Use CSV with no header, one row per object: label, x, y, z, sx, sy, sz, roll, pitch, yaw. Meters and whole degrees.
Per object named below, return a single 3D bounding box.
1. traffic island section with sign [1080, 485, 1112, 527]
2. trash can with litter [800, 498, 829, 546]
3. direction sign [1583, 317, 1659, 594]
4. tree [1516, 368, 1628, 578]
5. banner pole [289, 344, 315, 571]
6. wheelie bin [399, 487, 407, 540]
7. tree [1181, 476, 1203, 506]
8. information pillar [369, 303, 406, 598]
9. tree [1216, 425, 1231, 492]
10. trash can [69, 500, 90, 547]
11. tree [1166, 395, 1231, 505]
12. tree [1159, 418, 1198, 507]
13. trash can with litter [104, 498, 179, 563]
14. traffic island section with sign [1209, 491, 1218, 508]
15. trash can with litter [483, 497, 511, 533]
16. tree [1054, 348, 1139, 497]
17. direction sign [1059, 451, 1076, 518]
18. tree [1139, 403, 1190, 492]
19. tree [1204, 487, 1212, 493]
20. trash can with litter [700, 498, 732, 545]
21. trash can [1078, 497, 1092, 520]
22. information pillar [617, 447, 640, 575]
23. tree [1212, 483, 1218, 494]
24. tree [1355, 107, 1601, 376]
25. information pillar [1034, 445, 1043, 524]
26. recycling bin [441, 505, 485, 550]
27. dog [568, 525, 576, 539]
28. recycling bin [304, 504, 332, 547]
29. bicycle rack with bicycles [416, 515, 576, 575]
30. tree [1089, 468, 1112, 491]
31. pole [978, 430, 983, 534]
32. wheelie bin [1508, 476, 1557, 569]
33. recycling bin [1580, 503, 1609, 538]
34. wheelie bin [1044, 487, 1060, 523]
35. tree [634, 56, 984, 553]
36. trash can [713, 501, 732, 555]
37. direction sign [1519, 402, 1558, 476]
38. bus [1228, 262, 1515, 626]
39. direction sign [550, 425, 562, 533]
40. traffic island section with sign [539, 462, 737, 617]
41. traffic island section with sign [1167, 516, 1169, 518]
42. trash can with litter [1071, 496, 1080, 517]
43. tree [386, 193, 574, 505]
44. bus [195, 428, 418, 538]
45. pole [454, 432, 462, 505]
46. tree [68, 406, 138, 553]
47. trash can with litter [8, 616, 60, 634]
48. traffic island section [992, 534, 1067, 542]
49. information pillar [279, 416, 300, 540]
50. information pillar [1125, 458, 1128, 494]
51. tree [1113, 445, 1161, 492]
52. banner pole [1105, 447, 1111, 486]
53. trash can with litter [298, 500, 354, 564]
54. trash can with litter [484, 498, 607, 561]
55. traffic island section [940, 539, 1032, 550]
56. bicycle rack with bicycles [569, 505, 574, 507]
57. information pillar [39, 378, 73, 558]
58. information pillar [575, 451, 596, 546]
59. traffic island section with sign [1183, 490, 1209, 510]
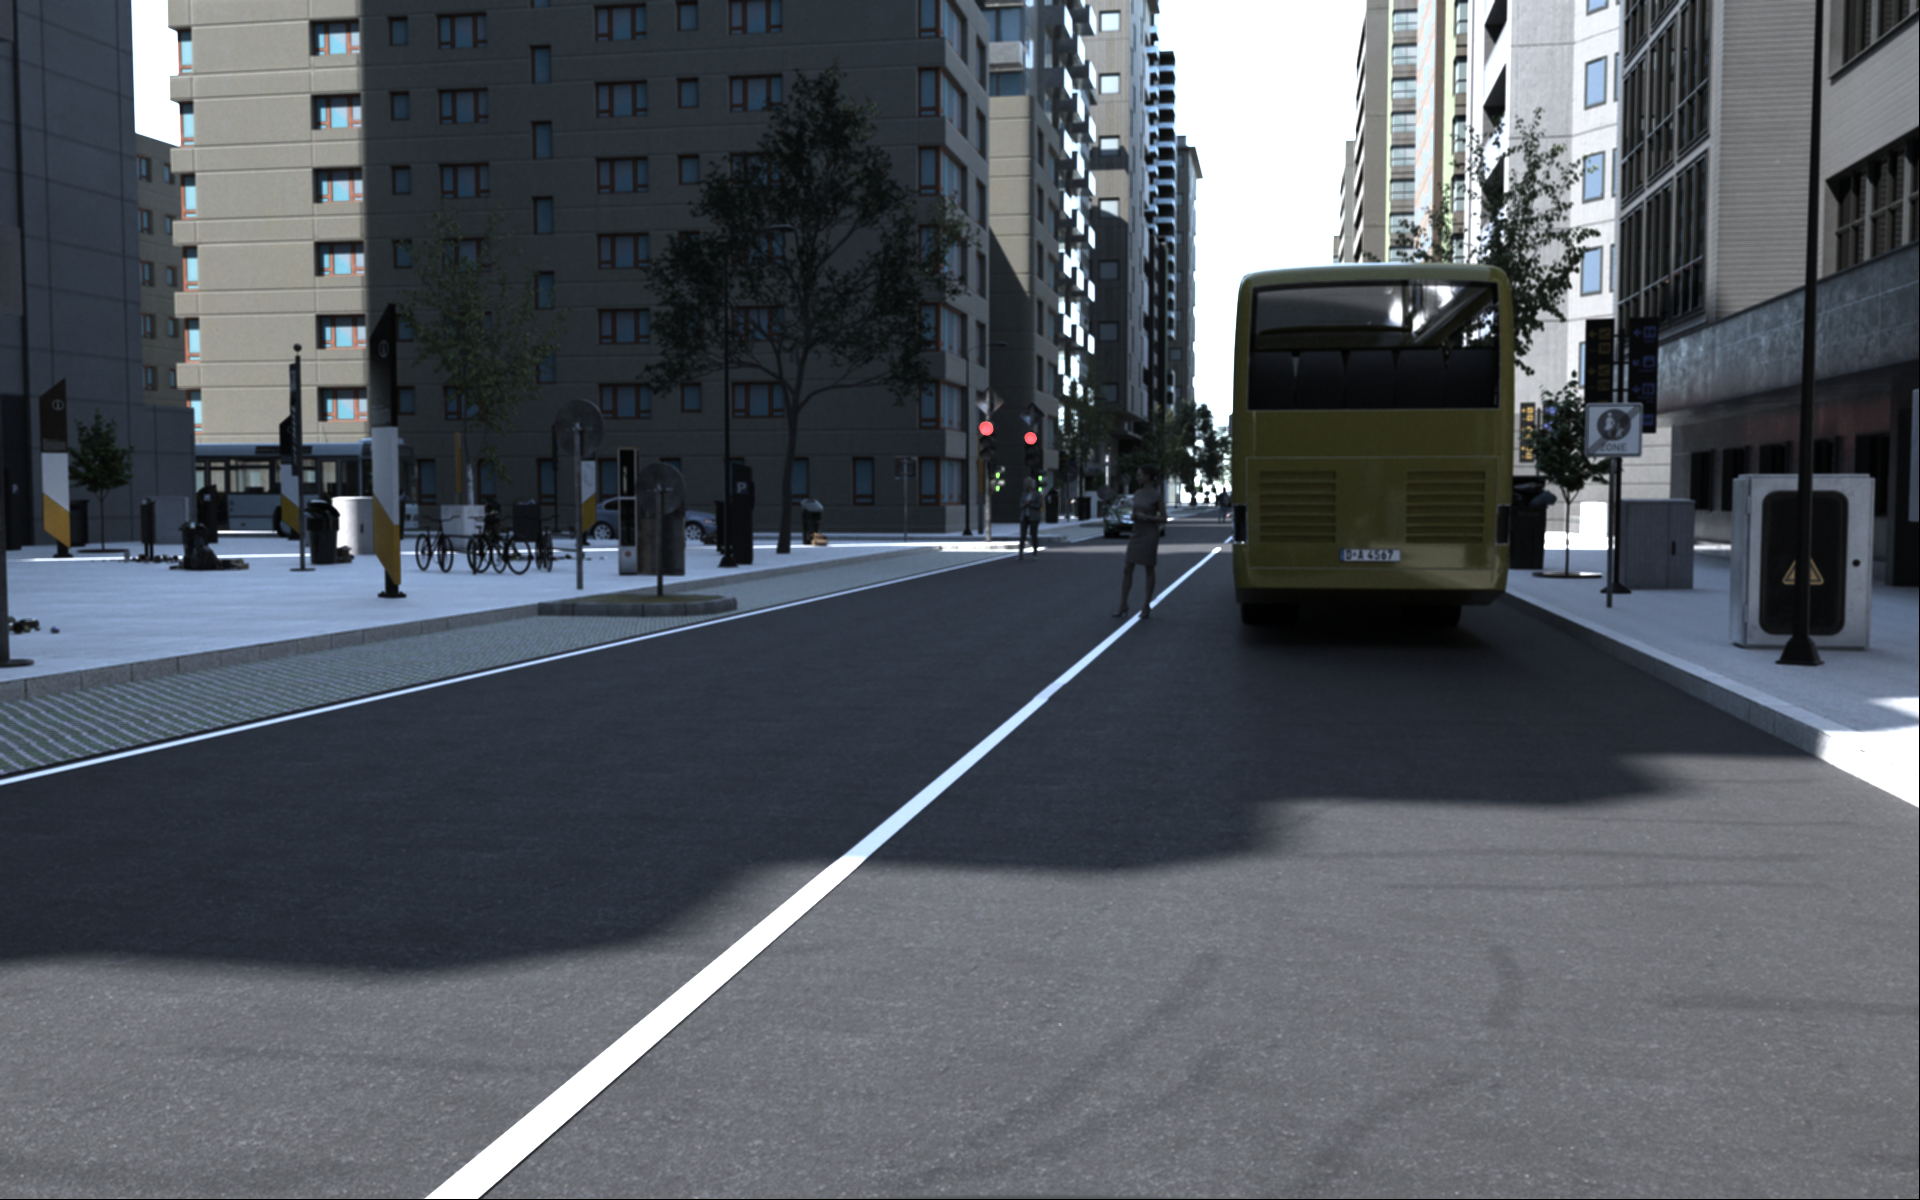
traffic island section with sign,6.301,-4.075,75.248,1.989,1.847,2.006,1,4,11
trash can with litter,-3.566,-1.947,43.218,0.624,1.170,1.055,-2,4,-28
direction sign,8.514,-1.858,22.376,0.876,3.537,0.379,2,4,23
tree,9.532,-1.963,26.704,1.663,3.219,1.824,0,3,0
banner pole,-11.156,-2.393,29.143,0.401,3.779,0.863,-2,4,-33
wheelie bin,-15.923,-2.483,48.512,0.693,1.594,0.980,2,4,27
tree,28.357,-13.277,211.687,1.663,3.219,1.824,0,3,0
information pillar,-7.118,-1.841,21.460,0.504,3.616,0.183,3,5,41
tree,42.926,-22.392,284.227,7.486,12.596,7.792,0,3,0
trash can,-21.627,-1.873,42.279,0.748,1.137,0.748,0,3,0
tree,27.154,-17.396,201.424,9.611,12.733,9.660,0,3,0
tree,21.256,-13.265,167.248,4.360,8.622,3.978,0,3,0
trash can with litter,-15.405,-1.329,32.783,1.678,1.210,2.233,-2,4,-35
traffic island section with sign,25.432,-10.348,177.814,1.989,1.847,2.006,1,4,11
trash can with litter,-15.231,-2.794,57.077,1.055,1.170,0.624,2,4,32
tree,6.212,-8.420,88.023,4.737,8.622,4.395,0,3,0
direction sign,5.693,-6.099,91.710,0.876,3.537,0.379,0,4,-4
tree,16.288,-11.583,139.739,4.737,8.622,4.395,0,3,0
tree,31.627,-14.266,227.847,1.663,3.219,1.824,0,3,0
trash can with litter,-6.095,-1.979,43.745,1.055,1.170,0.624,2,4,28
trash can,6.212,-4.570,86.369,0.748,1.137,0.748,0,3,0
information pillar,-5.243,-1.403,27.436,0.304,2.012,0.304,0,4,-2
tree,38.798,-16.512,264.564,1.663,3.219,1.824,0,3,0
tree,10.030,-5.059,33.085,4.737,8.622,4.395,0,3,0
information pillar,3.369,-5.115,74.991,0.504,3.616,0.183,-2,4,-31
recycling bin,-11.485,-1.681,40.031,0.722,1.027,0.722,2,4,25
dog,-11.402,-1.976,51.601,0.406,0.507,0.540,1,4,10
recycling bin,-15.549,-1.827,42.430,0.722,1.027,0.722,2,4,35
bicycle rack with bicycles,-7.506,-0.932,28.625,2.852,0.926,2.925,-2,4,-31
tree,10.187,-8.044,126.120,1.663,3.219,1.824,0,3,0
pole,0.665,-3.765,55.408,0.158,3.312,0.155,0,3,0
wheelie bin,9.720,-1.332,29.680,0.980,1.594,0.693,1,4,9
recycling bin,18.652,-2.344,50.874,0.722,1.027,0.722,2,4,26
wheelie bin,4.075,-4.188,76.377,0.693,1.594,0.980,0,4,4
tree,-3.516,-6.273,36.970,7.601,10.594,8.767,2,4,24
trash can,-4.882,-1.544,36.898,0.748,1.137,0.748,0,3,0
direction sign,14.287,-3.109,42.836,0.876,3.537,0.379,2,4,26
bus,4.758,-1.850,21.796,2.896,3.916,12.252,1,4,9
direction sign,-13.319,-3.978,57.035,0.379,3.537,0.876,0,4,-4
traffic island section with sign,-3.811,-0.761,21.071,1.989,1.847,2.006,1,4,11
traffic island section with sign,11.274,-5.704,101.893,1.989,1.847,2.006,1,4,11
trash can with litter,6.443,-5.100,94.773,0.624,1.170,1.055,1,4,10
tree,-12.083,-5.692,43.420,4.737,8.622,4.395,0,3,0
bus,-22.639,-3.598,53.689,13.247,3.499,2.948,1,4,12
pole,-16.480,-3.858,56.921,0.158,3.312,0.155,0,3,0
tree,-19.030,-2.659,38.081,1.663,3.219,1.824,0,3,0
trash can with litter,-9.139,-0.288,15.763,1.678,1.210,2.233,0,4,-6
traffic island section,2.185,-1.891,53.203,2.009,0.180,2.903,1,4,11
information pillar,-18.622,-3.474,48.154,0.504,3.616,0.183,0,4,-3
information pillar,10.804,-7.389,112.157,0.183,3.616,0.504,-1,4,-9
tree,11.875,-8.103,116.195,4.285,4.588,4.351,0,3,0
banner pole,7.976,-6.318,93.314,0.401,3.779,0.863,-1,4,-16
trash can with litter,-11.677,-1.259,31.974,0.624,1.170,1.055,1,4,9
trash can with litter,-8.042,-1.386,33.718,2.233,1.210,1.678,0,4,-6
traffic island section,0.721,-1.411,45.353,2.009,0.180,2.903,1,4,11
bicycle rack with bicycles,-11.604,-2.665,56.955,2.852,0.926,2.925,0,4,-3
information pillar,-18.161,-2.656,34.781,0.504,3.616,0.183,-2,4,-35
information pillar,-9.343,-3.168,43.151,0.504,3.616,0.183,0,4,0
traffic island section with sign,20.486,-8.727,151.315,1.989,1.847,2.006,1,4,11
